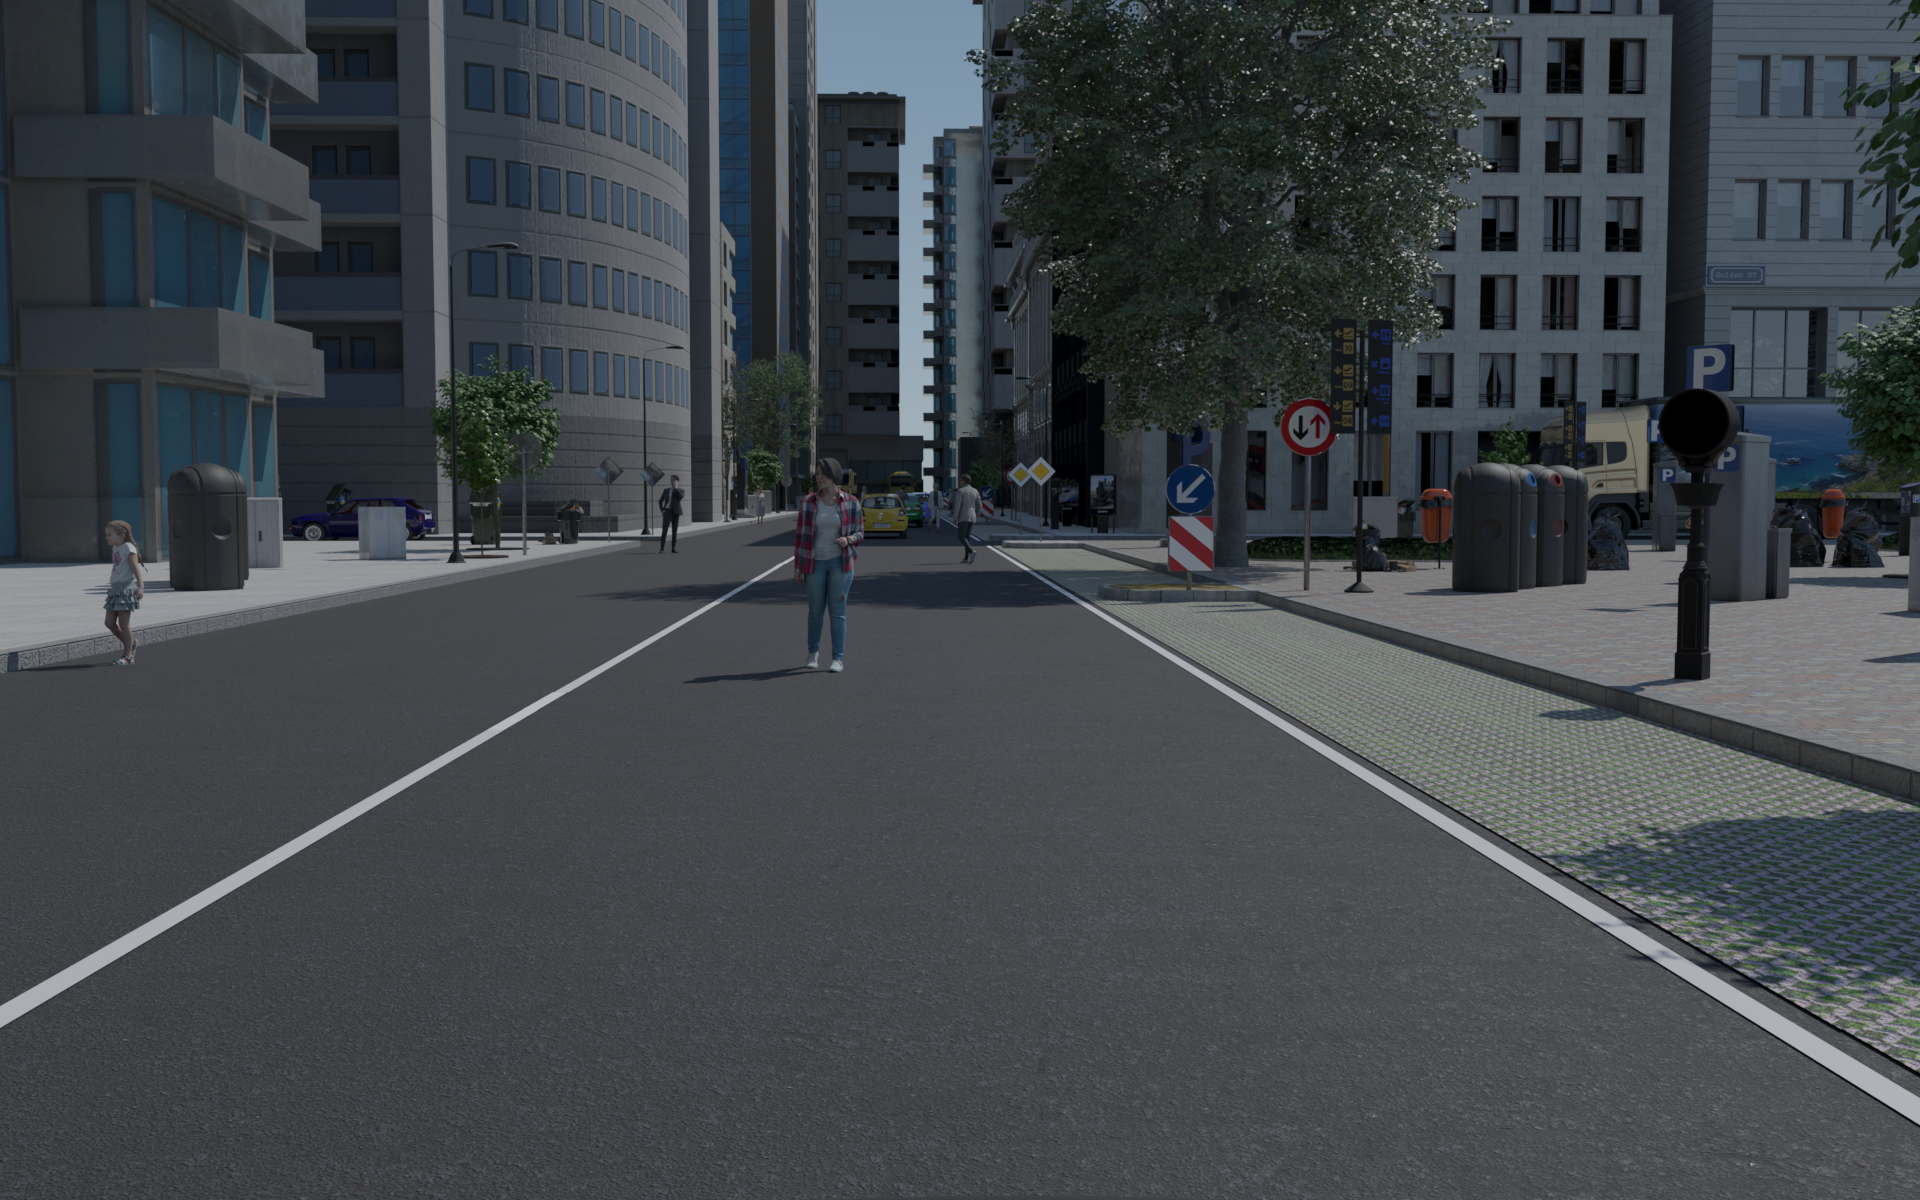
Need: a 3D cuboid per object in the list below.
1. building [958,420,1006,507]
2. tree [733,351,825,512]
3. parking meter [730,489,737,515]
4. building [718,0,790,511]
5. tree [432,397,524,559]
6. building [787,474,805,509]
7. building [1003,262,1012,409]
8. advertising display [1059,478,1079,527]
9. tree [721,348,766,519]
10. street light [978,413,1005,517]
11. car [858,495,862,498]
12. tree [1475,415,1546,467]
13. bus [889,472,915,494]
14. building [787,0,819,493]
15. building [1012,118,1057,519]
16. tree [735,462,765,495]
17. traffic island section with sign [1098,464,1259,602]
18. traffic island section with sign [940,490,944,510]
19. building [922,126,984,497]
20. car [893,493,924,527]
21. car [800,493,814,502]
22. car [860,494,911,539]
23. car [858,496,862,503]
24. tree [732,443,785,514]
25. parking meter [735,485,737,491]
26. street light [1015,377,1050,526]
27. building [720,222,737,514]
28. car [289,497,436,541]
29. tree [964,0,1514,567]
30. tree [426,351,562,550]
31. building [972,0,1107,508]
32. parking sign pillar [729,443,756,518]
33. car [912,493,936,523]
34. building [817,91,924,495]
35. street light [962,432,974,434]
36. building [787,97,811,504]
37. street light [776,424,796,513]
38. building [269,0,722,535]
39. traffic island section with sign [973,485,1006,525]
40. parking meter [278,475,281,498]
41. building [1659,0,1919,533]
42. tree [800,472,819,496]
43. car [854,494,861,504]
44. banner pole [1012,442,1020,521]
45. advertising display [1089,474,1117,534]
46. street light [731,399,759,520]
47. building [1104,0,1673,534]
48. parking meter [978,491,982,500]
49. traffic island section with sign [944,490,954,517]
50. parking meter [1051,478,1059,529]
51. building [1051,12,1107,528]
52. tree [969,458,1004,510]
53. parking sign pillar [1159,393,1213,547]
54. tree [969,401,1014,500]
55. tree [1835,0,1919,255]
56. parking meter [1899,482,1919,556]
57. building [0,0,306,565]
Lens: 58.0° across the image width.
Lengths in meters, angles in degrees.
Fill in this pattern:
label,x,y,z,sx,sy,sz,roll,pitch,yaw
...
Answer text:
label,x,y,z,sx,sy,sz,roll,pitch,yaw
building,11.390,-53.519,187.712,22.319,86.520,31.000,0,4,-2
tree,-13.300,-12.164,124.642,9.928,11.665,9.643,0,3,0
parking meter,-12.529,-5.340,95.719,0.372,1.533,0.369,0,3,0
building,-20.762,-29.674,135.286,14.600,45.320,14.200,0,4,-2
tree,-9.727,-2.450,34.665,1.663,3.219,1.824,0,3,0
building,-30.338,-28.290,154.422,32.217,40.220,23.993,0,4,-2
building,10.276,-16.888,117.915,13.314,21.916,24.055,0,4,-2
advertising display,4.213,-3.854,68.227,0.974,1.923,0.123,0,4,-8
tree,-11.874,-8.396,87.629,4.360,8.622,3.978,0,3,0
street light,1.896,-7.734,98.993,1.470,5.913,1.316,0,4,-2
car,-11.314,-11.511,200.776,1.945,1.354,3.894,0,4,0
tree,13.385,-2.893,41.895,1.663,3.219,1.824,0,3,0
bus,-6.422,-12.206,191.114,2.896,3.916,12.252,0,4,-1
building,-26.560,-46.144,192.709,20.611,71.187,20.563,0,4,-2
building,10.360,-15.387,93.376,13.314,21.916,24.055,0,4,-2
tree,-12.344,-6.578,102.153,1.663,3.219,1.824,0,3,0
traffic island section with sign,2.935,-0.928,23.807,1.989,1.847,2.006,0,4,-2
traffic island section with sign,-2.299,-10.676,183.178,1.989,1.847,2.006,0,4,-2
building,10.376,-37.050,225.377,30.456,49.044,23.786,0,4,-2
car,-2.520,-4.091,75.680,1.959,1.807,4.718,0,4,-2
car,-7.658,-5.228,94.522,2.155,1.783,4.494,0,4,-4
car,-2.601,-2.860,56.978,2.015,1.641,3.980,0,4,-3
car,-9.702,-10.498,181.873,2.015,1.641,3.980,0,4,-3
tree,-12.916,-7.789,111.070,4.285,4.588,4.351,0,3,0
parking meter,-13.728,-6.160,106.421,0.399,1.863,0.255,1,4,13
street light,2.870,-5.878,68.651,1.470,5.913,1.316,0,4,-2
building,-28.734,-15.842,104.055,27.650,21.520,28.899,0,4,-2
car,-17.484,-2.334,50.748,3.894,1.354,1.945,0,4,-3
tree,4.796,-7.573,30.481,9.857,13.997,8.962,0,3,0
tree,-10.689,-3.444,40.016,4.285,4.588,4.351,0,3,0
building,16.028,-34.890,159.686,28.713,52.752,27.495,0,4,-2
parking sign pillar,-11.649,-6.372,92.662,1.447,3.967,1.447,0,4,1
car,-2.007,-4.687,86.216,1.945,1.707,3.694,0,4,-2
building,-18.680,-39.022,227.247,27.495,52.752,28.713,0,4,-2
street light,0.846,-9.590,129.332,1.470,5.913,1.316,0,4,-2
building,-22.436,-29.978,173.740,14.154,41.232,14.086,0,4,-2
street light,-11.547,-8.704,114.853,1.470,5.913,1.316,0,4,-2
building,-21.394,-32.089,66.659,21.231,58.520,28.212,0,4,-2
traffic island section with sign,1.092,-4.357,79.869,1.989,1.847,2.006,0,4,-2
parking meter,-17.712,-2.380,44.629,0.399,1.863,0.255,-1,4,-12
building,38.441,-17.335,60.925,29.804,29.767,11.434,0,4,-2
tree,-13.142,-9.555,150.830,1.663,3.219,1.824,0,3,0
car,-12.186,-11.426,196.604,2.009,1.686,4.222,0,4,-2
banner pole,2.633,-5.724,83.612,0.401,3.779,0.863,1,4,18
advertising display,4.660,-3.135,56.472,0.974,1.923,0.123,3,4,38
street light,-10.487,-6.849,84.514,1.470,5.913,1.316,0,4,-2
building,14.045,-12.567,60.224,16.860,20.320,10.420,0,4,-2
parking meter,1.399,-7.108,124.618,0.372,1.533,0.369,0,3,0
traffic island section with sign,0.201,-6.020,107.062,1.989,1.847,2.006,0,4,-2
parking meter,3.448,-3.495,62.855,0.255,1.863,0.399,1,4,12
building,10.717,-14.908,73.424,12.332,23.373,15.834,0,4,-2
tree,2.169,-9.752,143.154,4.285,4.588,4.351,0,3,0
parking sign pillar,5.583,-3.279,42.085,1.447,3.967,1.447,-3,5,-45
tree,2.486,-11.336,135.702,4.360,8.622,3.978,0,3,0
tree,5.666,-1.456,7.518,4.285,4.588,4.351,0,3,0
parking meter,19.832,-1.697,36.161,0.372,1.533,0.369,0,3,0
building,-28.848,-25.125,30.395,30.456,49.044,23.786,0,4,-2
